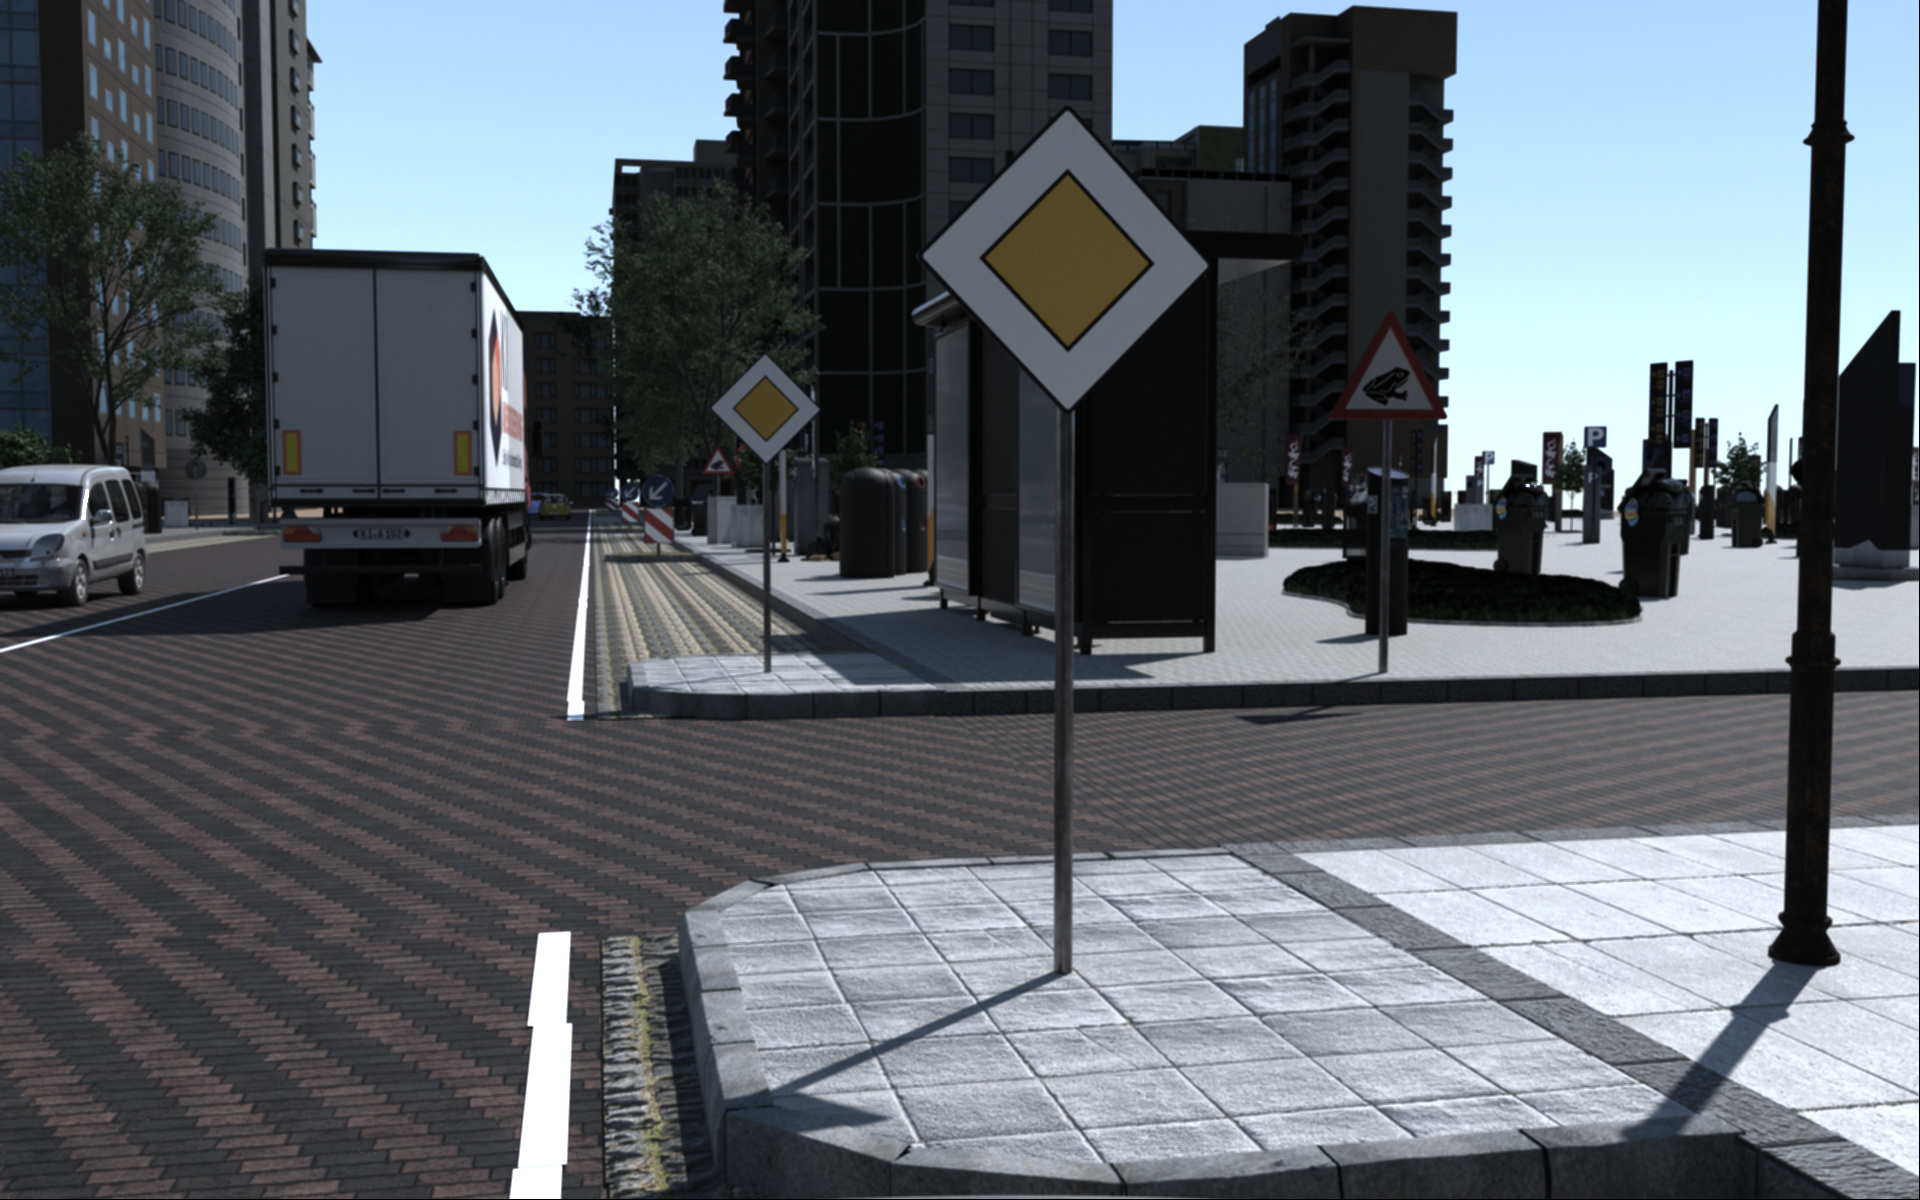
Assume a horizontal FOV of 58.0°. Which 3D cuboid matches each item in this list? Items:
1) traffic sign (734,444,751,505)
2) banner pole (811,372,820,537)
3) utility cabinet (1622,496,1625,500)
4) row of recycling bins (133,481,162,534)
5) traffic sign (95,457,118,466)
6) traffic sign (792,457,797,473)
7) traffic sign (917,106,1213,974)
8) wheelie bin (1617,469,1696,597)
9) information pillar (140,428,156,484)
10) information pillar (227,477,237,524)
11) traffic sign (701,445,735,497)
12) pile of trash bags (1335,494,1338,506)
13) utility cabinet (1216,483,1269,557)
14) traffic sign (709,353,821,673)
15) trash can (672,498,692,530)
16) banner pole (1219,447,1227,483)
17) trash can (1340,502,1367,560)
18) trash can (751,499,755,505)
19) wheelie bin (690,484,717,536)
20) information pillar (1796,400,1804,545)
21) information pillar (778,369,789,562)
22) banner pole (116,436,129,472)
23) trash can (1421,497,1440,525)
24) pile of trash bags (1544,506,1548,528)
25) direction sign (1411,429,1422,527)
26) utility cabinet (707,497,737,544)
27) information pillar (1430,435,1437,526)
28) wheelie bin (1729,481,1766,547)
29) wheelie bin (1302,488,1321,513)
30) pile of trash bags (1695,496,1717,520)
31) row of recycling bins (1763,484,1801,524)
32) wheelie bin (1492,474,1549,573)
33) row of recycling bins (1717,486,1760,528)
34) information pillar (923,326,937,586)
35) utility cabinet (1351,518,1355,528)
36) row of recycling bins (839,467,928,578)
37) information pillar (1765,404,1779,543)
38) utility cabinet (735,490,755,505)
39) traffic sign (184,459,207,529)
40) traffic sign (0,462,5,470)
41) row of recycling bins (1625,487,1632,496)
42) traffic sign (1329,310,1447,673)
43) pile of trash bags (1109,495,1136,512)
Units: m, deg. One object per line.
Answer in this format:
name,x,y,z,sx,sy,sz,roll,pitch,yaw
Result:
traffic sign,-5.319,-2.672,43.795,0.768,2.556,0.104,-1,4,-8
banner pole,-2.959,-2.772,35.336,0.401,3.779,0.863,0,4,6
utility cabinet,28.633,-3.878,74.559,0.306,1.237,1.020,1,4,20
row of recycling bins,-26.741,-2.946,55.276,1.069,1.692,3.534,1,4,10
traffic sign,-28.904,-3.583,58.692,0.768,2.556,0.104,0,4,-7
traffic sign,-4.125,-2.362,40.746,0.606,2.300,0.079,0,4,-6
traffic sign,0.274,-0.058,4.585,0.795,2.450,0.064,-1,4,-12
wheelie bin,8.723,-0.848,21.769,0.693,1.594,0.980,3,5,43
information pillar,-28.970,-4.308,61.790,0.183,3.616,0.504,3,4,38
information pillar,-31.335,-4.284,74.533,0.304,2.012,0.304,-1,4,-16
traffic sign,-6.453,-2.828,46.238,0.884,2.594,0.081,0,4,-6
pile of trash bags,20.758,-4.926,90.299,3.447,1.369,1.912,0,4,1
utility cabinet,5.597,-1.599,34.823,1.173,1.500,0.318,2,4,26
traffic sign,-1.387,-0.535,12.396,0.795,2.450,0.064,-1,4,-12
trash can,-9.786,-3.029,61.177,0.748,1.137,0.748,0,3,0
banner pole,12.162,-5.569,81.075,0.863,3.779,0.401,3,4,39
trash can,7.611,-1.307,33.020,0.748,1.137,0.748,0,3,0
trash can,-6.221,-2.606,54.260,0.748,1.137,0.748,0,3,0
wheelie bin,-7.826,-2.760,53.033,0.980,1.594,0.693,3,4,36
information pillar,21.053,-3.154,42.915,0.183,3.616,0.504,-1,4,-21
information pillar,-3.351,-2.529,32.698,0.183,3.616,0.504,-1,4,-12
banner pole,-35.966,-5.161,74.393,0.401,3.779,0.863,3,5,45
trash can,19.851,-3.758,73.099,0.748,1.137,0.748,0,3,0
pile of trash bags,21.517,-3.447,66.108,1.912,1.369,3.447,2,4,25
direction sign,16.003,-4.207,60.774,0.379,3.537,0.876,-1,4,-9
utility cabinet,-6.124,-2.041,44.539,0.306,1.237,1.020,2,4,23
information pillar,18.902,-4.754,69.082,0.183,3.616,0.504,2,4,29
wheelie bin,19.097,-2.088,42.040,0.693,1.594,0.980,0,4,4
wheelie bin,18.980,-5.239,93.567,0.980,1.594,0.693,0,4,7
pile of trash bags,38.184,-4.709,86.737,3.447,1.369,1.912,0,4,-2
row of recycling bins,35.193,-4.088,73.958,3.534,1.692,1.069,2,4,28
wheelie bin,9.099,-1.231,28.041,0.980,1.594,0.693,-3,5,-41
row of recycling bins,29.920,-3.646,66.724,1.069,1.692,3.534,1,4,16
information pillar,-0.333,-2.000,24.061,0.183,3.616,0.504,-1,4,-23
utility cabinet,13.013,-2.721,55.647,0.306,1.237,1.020,-3,4,-38
row of recycling bins,-1.095,-1.274,27.950,1.069,1.692,3.534,1,4,16
information pillar,21.070,-3.278,44.952,0.504,3.616,0.183,-3,5,-44
utility cabinet,-10.502,-4.676,85.128,1.173,1.500,0.318,2,4,32
traffic sign,-27.772,-3.844,62.959,0.768,2.556,0.104,-1,4,-11
traffic sign,-25.171,-2.748,44.926,0.884,2.594,0.081,0,4,-5
row of recycling bins,37.176,-5.385,95.160,1.069,1.692,3.534,2,4,27
traffic sign,3.041,-0.756,12.372,0.884,2.594,0.081,-1,4,-10
pile of trash bags,4.255,-3.002,58.828,1.912,1.369,3.447,-3,5,-42
